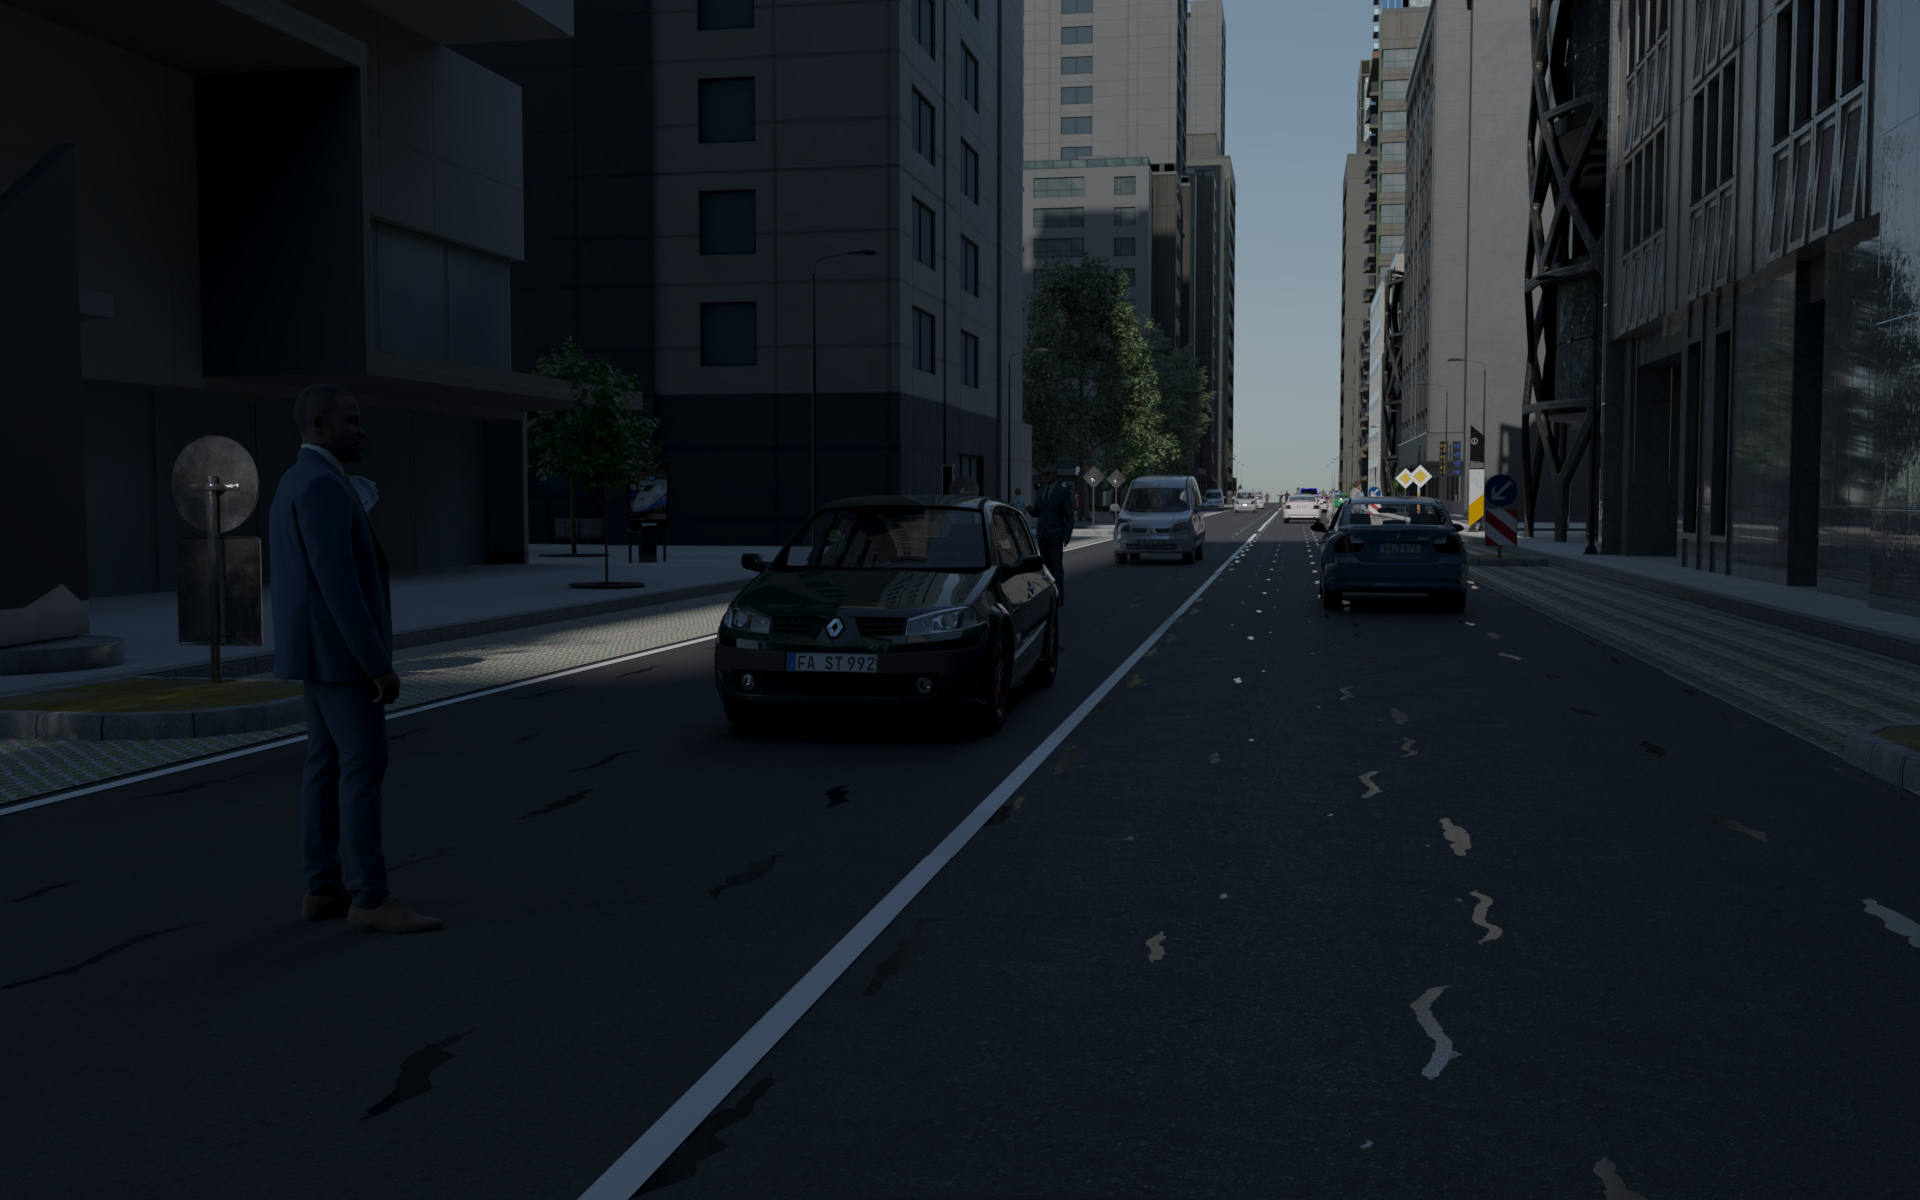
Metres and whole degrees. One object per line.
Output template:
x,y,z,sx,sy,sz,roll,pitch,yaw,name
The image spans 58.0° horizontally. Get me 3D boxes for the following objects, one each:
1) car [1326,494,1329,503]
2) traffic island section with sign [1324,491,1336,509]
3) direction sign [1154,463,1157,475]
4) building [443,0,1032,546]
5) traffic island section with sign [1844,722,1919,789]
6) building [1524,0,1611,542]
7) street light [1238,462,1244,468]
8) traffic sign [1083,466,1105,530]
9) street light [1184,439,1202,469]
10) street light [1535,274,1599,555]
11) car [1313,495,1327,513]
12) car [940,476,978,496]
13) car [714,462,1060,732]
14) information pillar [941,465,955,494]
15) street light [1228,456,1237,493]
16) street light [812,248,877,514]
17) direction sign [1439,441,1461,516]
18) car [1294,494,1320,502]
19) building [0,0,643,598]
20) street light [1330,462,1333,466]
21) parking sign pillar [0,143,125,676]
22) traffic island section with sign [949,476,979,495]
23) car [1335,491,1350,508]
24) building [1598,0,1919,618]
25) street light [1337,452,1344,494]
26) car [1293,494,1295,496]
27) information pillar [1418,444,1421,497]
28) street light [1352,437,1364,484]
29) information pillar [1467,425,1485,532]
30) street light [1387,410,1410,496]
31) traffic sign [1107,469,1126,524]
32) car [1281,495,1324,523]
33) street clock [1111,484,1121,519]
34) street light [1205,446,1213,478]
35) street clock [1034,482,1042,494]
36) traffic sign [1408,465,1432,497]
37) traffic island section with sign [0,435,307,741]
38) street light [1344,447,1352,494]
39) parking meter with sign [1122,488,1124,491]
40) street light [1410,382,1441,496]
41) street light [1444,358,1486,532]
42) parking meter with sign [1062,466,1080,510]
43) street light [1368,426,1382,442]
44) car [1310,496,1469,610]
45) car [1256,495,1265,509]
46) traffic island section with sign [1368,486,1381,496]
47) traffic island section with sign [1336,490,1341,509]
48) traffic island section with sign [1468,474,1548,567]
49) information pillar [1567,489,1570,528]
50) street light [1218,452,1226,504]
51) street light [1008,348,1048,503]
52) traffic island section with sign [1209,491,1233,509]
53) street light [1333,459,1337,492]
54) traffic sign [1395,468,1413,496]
53.500,-14.993,254.914,2.009,1.686,4.222,1,4,11,car
41.128,-11.225,192.159,1.989,1.847,2.006,1,4,11,traffic island section with sign
13.067,-7.580,115.928,0.379,3.537,0.876,1,4,16,direction sign
-9.492,-37.521,51.715,20.611,71.187,20.563,1,4,11,building
5.647,-0.001,8.652,1.989,1.847,2.006,1,4,11,traffic island section with sign
24.534,-11.068,48.421,16.820,18.784,16.811,1,4,11,building
43.922,-18.289,271.557,1.470,5.913,1.316,1,4,11,street light
4.754,-3.546,61.620,0.795,2.450,0.064,1,4,11,traffic sign
19.384,-10.554,145.095,1.470,5.913,1.316,1,4,11,street light
12.863,-3.923,36.683,1.470,5.913,1.316,1,4,11,street light
27.327,-7.414,133.582,2.083,1.381,4.827,1,4,9,car
-0.356,-0.573,19.162,2.009,1.686,4.222,1,4,13,car
-0.360,-0.122,11.787,2.009,1.686,4.222,1,4,10,car
-0.291,-2.370,43.246,0.304,2.012,0.304,0,4,8,information pillar
35.197,-15.524,226.354,1.470,5.913,1.316,1,4,11,street light
-2.254,-3.698,33.007,1.470,5.913,1.316,1,4,11,street light
20.991,-5.030,74.242,0.876,3.537,0.379,0,4,7,direction sign
22.965,-6.360,115.787,2.131,1.459,4.920,1,4,11,car
-21.418,-26.280,18.912,28.713,52.752,27.495,1,4,11,building
49.961,-15.693,229.113,1.470,5.913,1.316,1,4,11,street light
-7.019,-1.487,12.779,1.447,3.967,1.447,0,4,2,parking sign pillar
0.046,-1.762,37.433,1.989,1.847,2.006,1,4,11,traffic island section with sign
34.223,-8.976,155.550,1.959,1.807,4.718,1,4,11,car
17.592,-12.672,25.211,12.078,24.808,19.932,1,4,11,building
43.004,-13.453,192.492,1.470,5.913,1.316,1,4,11,street light
36.122,-10.723,184.113,1.959,1.807,4.718,1,4,10,car
21.580,-5.509,81.420,0.183,3.616,0.504,1,4,18,information pillar
34.395,-10.703,147.538,1.470,5.913,1.316,1,4,11,street light
17.384,-4.094,58.299,0.504,3.616,0.183,1,4,21,information pillar
24.327,-7.529,95.642,1.470,5.913,1.316,1,4,11,street light
6.270,-4.026,69.461,0.795,2.450,0.064,1,4,11,traffic sign
16.947,-4.487,85.725,2.083,1.381,4.827,1,4,12,car
7.921,-5.098,87.915,0.358,2.002,0.471,-2,4,-35,street clock
23.905,-11.968,168.209,1.470,5.913,1.316,1,4,11,street light
4.872,-6.342,108.255,0.471,2.002,0.358,3,4,39,street clock
15.791,-3.415,59.474,0.795,2.450,0.064,1,4,11,traffic sign
-5.071,-0.143,10.966,1.989,1.847,2.006,1,4,11,traffic island section with sign
38.758,-12.077,170.004,1.470,5.913,1.316,1,4,11,street light
13.093,-8.845,140.882,1.738,3.016,0.543,0,4,-6,parking meter with sign
19.636,-6.081,71.965,1.470,5.913,1.316,1,4,11,street light
17.315,-5.296,59.132,1.470,5.913,1.316,1,4,11,street light
6.771,-6.880,108.744,1.738,3.016,0.543,-2,4,-30,parking meter with sign
28.667,-8.905,118.132,1.470,5.913,1.316,1,4,11,street light
5.634,-0.659,22.784,2.014,1.417,4.499,1,4,11,car
28.373,-9.453,166.924,2.083,1.381,4.827,1,4,10,car
21.376,-4.973,89.931,1.989,1.847,2.006,1,4,11,traffic island section with sign
26.479,-6.592,116.401,1.989,1.847,2.006,1,4,11,traffic island section with sign
10.765,-1.620,35.119,1.989,1.847,2.006,1,4,11,traffic island section with sign
22.908,-3.741,65.662,0.304,2.012,0.304,-3,5,-40,information pillar
28.239,-13.342,190.680,1.470,5.913,1.316,1,4,11,street light
2.112,-5.072,55.472,1.470,5.913,1.316,1,4,11,street light
24.925,-9.635,166.165,1.989,1.847,2.006,1,4,11,traffic island section with sign
47.629,-14.887,215.941,1.470,5.913,1.316,1,4,11,street light
17.306,-3.894,67.314,0.795,2.450,0.064,1,4,11,traffic sign
